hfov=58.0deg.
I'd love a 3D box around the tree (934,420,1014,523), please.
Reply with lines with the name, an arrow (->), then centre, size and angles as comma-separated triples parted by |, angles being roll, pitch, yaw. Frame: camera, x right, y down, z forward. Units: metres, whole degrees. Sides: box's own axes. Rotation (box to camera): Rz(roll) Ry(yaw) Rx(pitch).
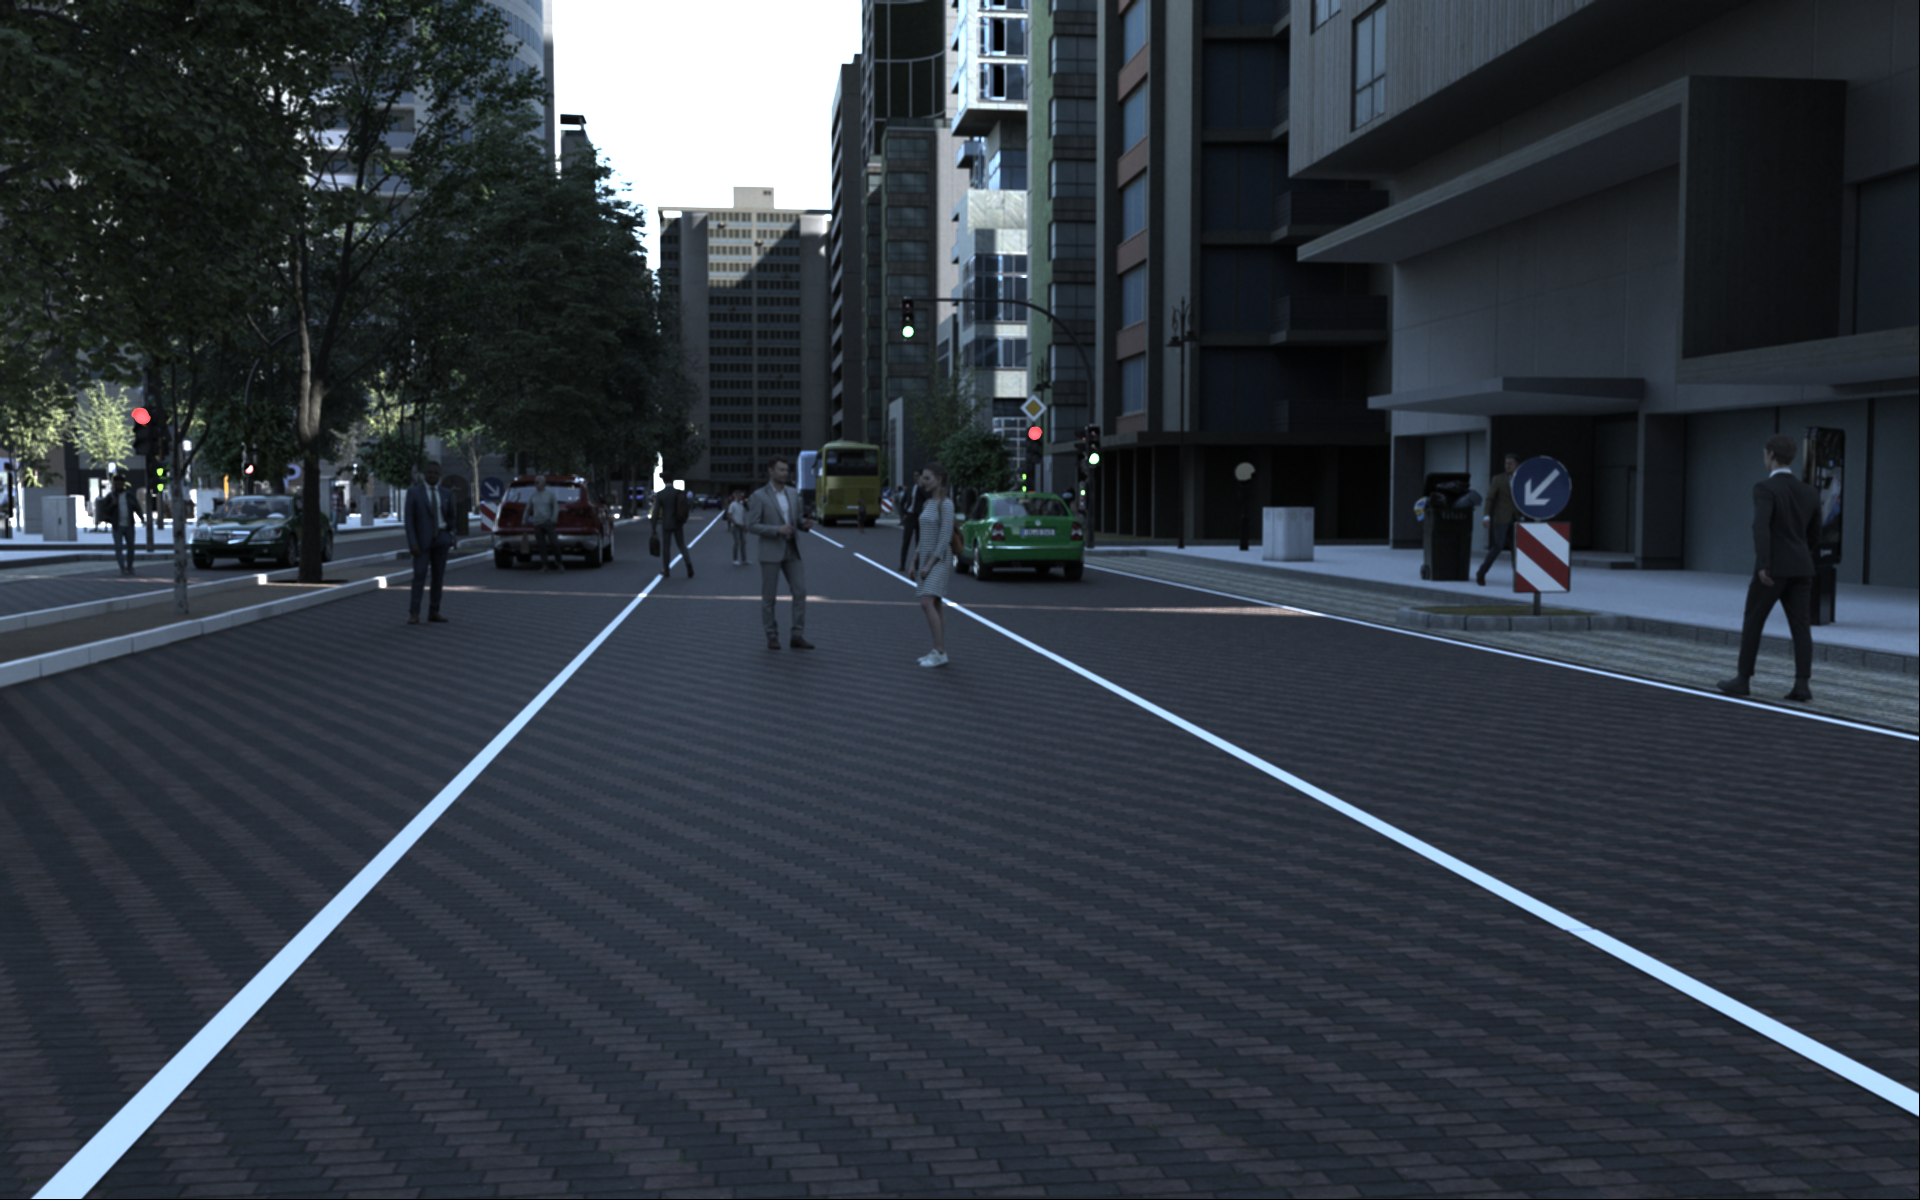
tree -> 0.448, -5.952, 81.026 | 4.285, 4.588, 4.351 | 0, 3, 0

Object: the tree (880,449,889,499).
tree -> -5.618, -8.768, 127.077 | 4.285, 4.588, 4.351 | 0, 3, 0

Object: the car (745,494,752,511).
car -> -17.000, -8.178, 145.502 | 2.131, 1.459, 4.920 | 0, 4, -8

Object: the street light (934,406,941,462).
street light -> -1.225, -7.241, 91.183 | 0.468, 5.910, 1.993 | 0, 4, -7

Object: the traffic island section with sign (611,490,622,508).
traffic island section with sign -> -34.881, -10.172, 174.946 | 1.989, 1.847, 2.006 | 0, 4, -7

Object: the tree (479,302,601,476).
tree -> -14.038, -6.425, 57.867 | 4.737, 8.622, 4.395 | 0, 3, 0

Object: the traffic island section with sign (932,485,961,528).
traffic island section with sign -> -1.033, -3.958, 73.345 | 1.989, 1.847, 2.006 | 0, 4, -7

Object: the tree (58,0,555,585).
tree -> -10.309, -6.064, 27.359 | 9.928, 11.665, 9.643 | 0, 3, 0

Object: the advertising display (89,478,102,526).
advertising display -> -35.101, -3.984, 70.354 | 0.974, 1.923, 0.123 | 3, 5, 42

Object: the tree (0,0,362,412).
tree -> -8.137, -5.706, 13.878 | 7.486, 12.596, 7.792 | 0, 3, 0

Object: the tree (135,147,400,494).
tree -> -23.843, -9.390, 60.185 | 9.857, 13.997, 8.962 | 0, 3, 0

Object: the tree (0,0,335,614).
tree -> -9.191, -4.116, 20.114 | 4.737, 8.622, 4.395 | 0, 3, 0

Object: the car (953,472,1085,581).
car -> 0.958, -1.305, 30.138 | 1.959, 1.807, 4.718 | 0, 4, -8

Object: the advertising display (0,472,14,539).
advertising display -> -27.494, -2.727, 49.806 | 0.974, 1.923, 0.123 | 3, 5, 40

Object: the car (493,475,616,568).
car -> -8.200, -1.622, 35.193 | 2.281, 1.827, 5.304 | 0, 4, -7

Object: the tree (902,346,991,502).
tree -> -0.668, -8.276, 85.673 | 4.737, 8.622, 4.395 | 0, 3, 0

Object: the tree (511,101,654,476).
tree -> -12.740, -7.899, 49.731 | 7.486, 12.596, 7.792 | 0, 3, 0

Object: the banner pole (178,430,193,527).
banner pole -> -30.241, -4.744, 67.575 | 0.401, 3.779, 0.863 | 1, 4, 20

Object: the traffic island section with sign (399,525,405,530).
traffic island section with sign -> -21.674, -3.791, 70.604 | 1.989, 1.847, 2.006 | 0, 4, -7

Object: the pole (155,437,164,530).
pole -> -28.769, -4.183, 62.236 | 0.158, 3.312, 0.155 | 0, 3, 0

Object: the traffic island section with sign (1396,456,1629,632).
traffic island section with sign -> 5.883, -0.627, 18.886 | 1.989, 1.847, 2.006 | 0, 4, -7

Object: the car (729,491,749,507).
car -> -23.714, -10.878, 186.527 | 2.281, 1.827, 5.304 | 0, 4, -6

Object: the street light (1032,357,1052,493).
street light -> 2.776, -5.245, 58.549 | 0.468, 5.910, 1.993 | 0, 4, -7

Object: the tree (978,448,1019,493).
tree -> 1.551, -4.805, 73.166 | 1.663, 3.219, 1.824 | 0, 3, 0

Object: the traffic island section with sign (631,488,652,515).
traffic island section with sign -> -21.936, -6.913, 121.161 | 2.006, 1.907, 1.989 | 0, 4, -7

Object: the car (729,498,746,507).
car -> -24.538, -11.119, 192.013 | 2.015, 1.641, 3.980 | 0, 4, -8

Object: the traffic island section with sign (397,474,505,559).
traffic island section with sign -> -11.563, -1.904, 39.268 | 2.006, 1.907, 1.989 | 0, 4, -7

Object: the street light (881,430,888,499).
street light -> -5.333, -9.196, 123.139 | 0.468, 5.910, 1.993 | 0, 4, -7

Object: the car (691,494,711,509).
car -> -25.606, -9.793, 171.921 | 2.131, 1.459, 4.920 | -1, 4, -8

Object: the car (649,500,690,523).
car -> -14.448, -4.630, 85.921 | 2.015, 1.641, 3.980 | 0, 4, -8

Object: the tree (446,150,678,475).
tree -> -15.038, -9.536, 65.019 | 9.857, 13.997, 8.962 | 0, 3, 0

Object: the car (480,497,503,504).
car -> -20.139, -4.094, 76.530 | 1.945, 1.707, 3.694 | 0, 4, -8

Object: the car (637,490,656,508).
car -> -33.210, -10.743, 184.318 | 2.281, 1.827, 5.304 | 0, 4, -5

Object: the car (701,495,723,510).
car -> -22.410, -8.811, 156.637 | 1.945, 1.354, 3.894 | -1, 4, -9

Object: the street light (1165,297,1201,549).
street light -> 5.214, -4.151, 40.663 | 0.468, 5.910, 1.993 | 0, 4, -7

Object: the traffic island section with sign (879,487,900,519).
traffic island section with sign -> -4.419, -5.594, 100.088 | 1.989, 1.847, 2.006 | 0, 4, -7

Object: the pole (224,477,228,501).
pole -> -36.810, -5.690, 86.878 | 0.158, 3.312, 0.155 | 0, 3, 0

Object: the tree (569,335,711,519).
tree -> -19.060, -10.951, 98.515 | 9.611, 12.733, 9.660 | 0, 3, 0

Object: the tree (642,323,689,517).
tree -> -18.032, -9.819, 88.748 | 9.928, 11.665, 9.643 | 0, 3, 0

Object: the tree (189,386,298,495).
tree -> -21.790, -4.237, 52.981 | 4.285, 4.588, 4.351 | 0, 3, 0

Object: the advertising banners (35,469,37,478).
advertising banners -> -61.116, -7.307, 115.664 | 0.090, 3.025, 2.074 | 0, 4, 7

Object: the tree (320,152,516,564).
tree -> -11.186, -5.048, 35.360 | 4.360, 8.622, 3.978 | 0, 3, 0

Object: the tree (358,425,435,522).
tree -> -25.716, -5.863, 79.576 | 4.285, 4.588, 4.351 | 0, 3, 0

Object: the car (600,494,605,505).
car -> -25.353, -6.717, 119.608 | 2.009, 1.686, 4.222 | 0, 4, -7

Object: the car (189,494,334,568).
car -> -14.064, -1.424, 35.083 | 2.131, 1.459, 4.920 | 0, 4, -6

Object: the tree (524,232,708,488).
tree -> -16.378, -10.063, 77.359 | 12.009, 13.543, 11.850 | 0, 3, 0
